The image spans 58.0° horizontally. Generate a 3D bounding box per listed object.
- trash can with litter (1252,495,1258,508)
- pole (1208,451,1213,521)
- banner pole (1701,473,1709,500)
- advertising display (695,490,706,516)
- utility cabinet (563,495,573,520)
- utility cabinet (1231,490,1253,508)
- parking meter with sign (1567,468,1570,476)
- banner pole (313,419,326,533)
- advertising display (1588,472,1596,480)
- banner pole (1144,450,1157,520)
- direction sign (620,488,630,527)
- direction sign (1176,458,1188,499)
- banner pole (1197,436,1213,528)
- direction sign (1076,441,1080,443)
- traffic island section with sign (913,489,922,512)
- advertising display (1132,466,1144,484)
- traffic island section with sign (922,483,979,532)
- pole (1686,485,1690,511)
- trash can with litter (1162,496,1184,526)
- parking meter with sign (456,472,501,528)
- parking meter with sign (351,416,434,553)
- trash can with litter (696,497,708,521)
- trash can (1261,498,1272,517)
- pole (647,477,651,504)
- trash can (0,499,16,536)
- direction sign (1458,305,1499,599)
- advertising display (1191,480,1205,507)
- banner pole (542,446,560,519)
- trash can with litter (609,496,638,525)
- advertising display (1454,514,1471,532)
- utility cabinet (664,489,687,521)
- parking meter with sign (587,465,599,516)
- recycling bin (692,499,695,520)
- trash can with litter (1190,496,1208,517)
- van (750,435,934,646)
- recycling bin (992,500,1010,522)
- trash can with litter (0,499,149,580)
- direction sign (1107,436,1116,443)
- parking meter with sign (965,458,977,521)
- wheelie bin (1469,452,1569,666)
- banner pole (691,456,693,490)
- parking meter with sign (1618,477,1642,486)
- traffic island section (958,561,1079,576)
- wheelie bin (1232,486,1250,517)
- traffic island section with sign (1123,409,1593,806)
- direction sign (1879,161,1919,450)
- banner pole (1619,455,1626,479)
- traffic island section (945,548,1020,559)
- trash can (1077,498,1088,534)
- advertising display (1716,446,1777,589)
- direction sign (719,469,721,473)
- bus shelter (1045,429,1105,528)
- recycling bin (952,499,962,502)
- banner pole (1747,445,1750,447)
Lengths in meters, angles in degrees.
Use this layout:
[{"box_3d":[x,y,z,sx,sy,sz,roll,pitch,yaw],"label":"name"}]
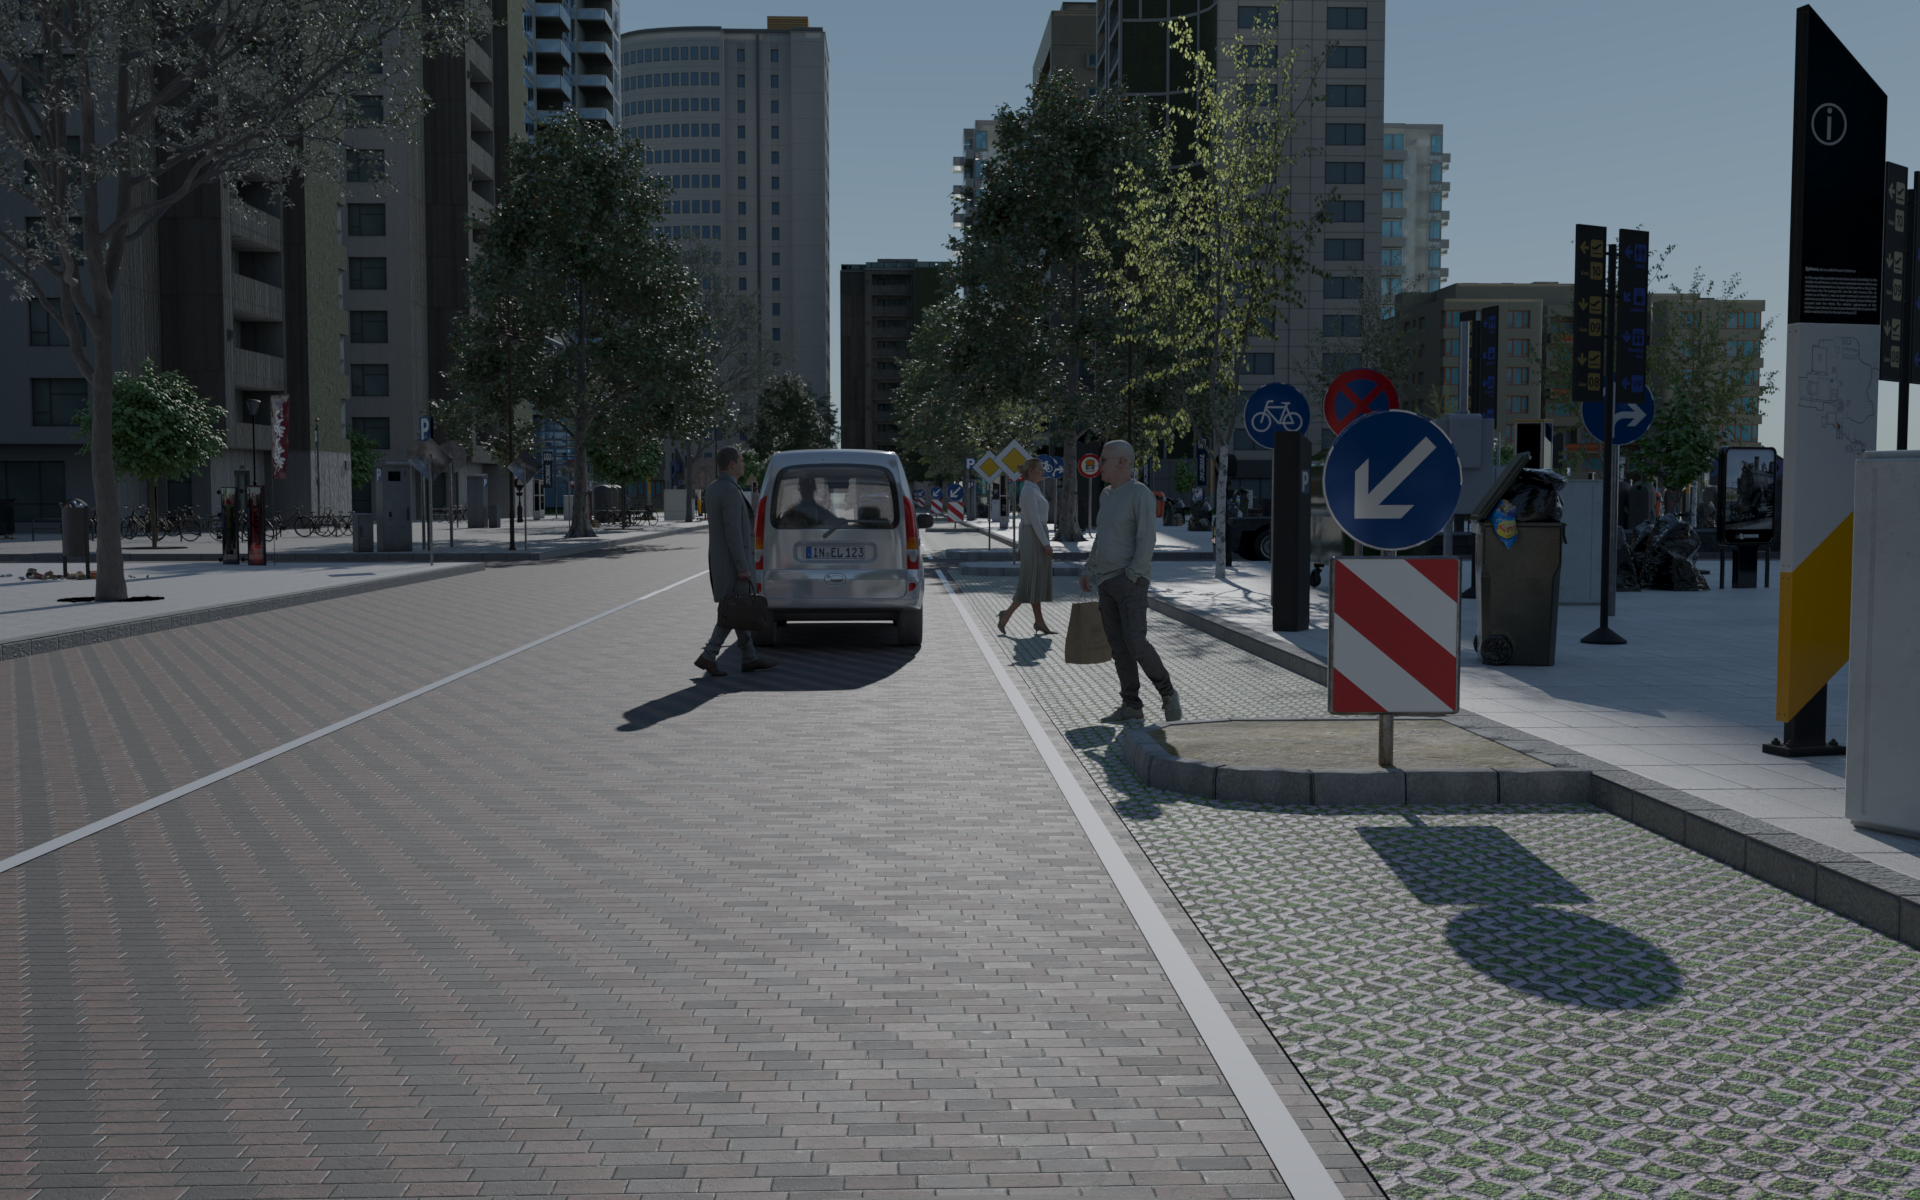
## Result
[{"box_3d":[16.367,-5.334,98.266,2.233,1.210,1.678,3,5,43],"label":"trash can with litter"},{"box_3d":[11.740,-5.336,81.094,0.158,3.312,0.155,0,3,0],"label":"pole"},{"box_3d":[32.980,-5.302,76.703,0.863,3.779,0.401,-3,4,-38],"label":"banner pole"},{"box_3d":[-15.089,-5.837,100.653,0.123,1.923,0.974,-3,5,-44],"label":"advertising display"},{"box_3d":[-18.862,-4.500,84.733,1.020,1.237,0.306,-1,4,-21],"label":"utility cabinet"},{"box_3d":[15.487,-5.296,95.270,1.173,1.500,0.318,1,4,15],"label":"utility cabinet"},{"box_3d":[39.391,-7.227,114.416,0.543,3.016,1.738,-2,4,-32],"label":"parking meter with sign"},{"box_3d":[-21.230,-4.110,57.223,0.401,3.779,0.863,-1,4,-14],"label":"banner pole"},{"box_3d":[18.713,-2.821,51.341,0.123,1.923,0.974,2,4,25],"label":"advertising display"},{"box_3d":[9.344,-5.860,85.836,0.863,3.779,0.401,1,4,22],"label":"banner pole"},{"box_3d":[-12.954,-4.577,66.835,0.379,3.537,0.876,-2,4,-26],"label":"direction sign"},{"box_3d":[13.911,-7.131,108.592,0.876,3.537,0.379,-1,4,-23],"label":"direction sign"},{"box_3d":[9.247,-4.606,65.320,0.401,3.779,0.863,-3,5,-41],"label":"banner pole"},{"box_3d":[4.612,-4.821,70.822,0.876,3.537,0.379,3,5,40],"label":"direction sign"},{"box_3d":[-1.378,-5.123,92.384,1.989,1.847,2.006,0,4,-2],"label":"traffic island section with sign"},{"box_3d":[3.953,-2.108,39.686,0.123,1.923,0.974,-1,4,-19],"label":"advertising display"},{"box_3d":[-0.307,-3.454,65.098,1.989,1.847,2.006,0,4,-2],"label":"traffic island section with sign"},{"box_3d":[35.426,-5.529,84.250,0.158,3.312,0.155,0,3,0],"label":"pole"},{"box_3d":[8.443,-3.537,69.212,1.055,1.170,0.624,-3,5,-42],"label":"trash can with litter"},{"box_3d":[-18.281,-4.240,65.589,1.738,3.016,0.543,1,4,10],"label":"parking meter with sign"},{"box_3d":[-12.627,-2.586,38.538,1.738,3.016,0.543,-3,5,-42],"label":"parking meter with sign"},{"box_3d":[-12.227,-4.462,84.007,1.678,1.210,2.233,0,4,-5],"label":"trash can with litter"},{"box_3d":[10.293,-2.775,57.031,0.748,1.137,0.748,0,3,0],"label":"trash can"},{"box_3d":[-19.393,-6.984,108.024,0.158,3.312,0.155,0,3,0],"label":"pole"},{"box_3d":[-29.682,-2.575,53.748,0.748,1.137,0.748,0,3,0],"label":"trash can"},{"box_3d":[6.347,-1.792,21.290,0.379,3.537,0.876,-1,4,-13],"label":"direction sign"},{"box_3d":[10.834,-4.501,78.805,0.123,1.923,0.974,-2,4,-24],"label":"advertising display"},{"box_3d":[-21.089,-6.075,89.348,0.863,3.779,0.401,-1,4,-18],"label":"banner pole"},{"box_3d":[-14.458,-3.821,73.536,1.678,1.210,2.233,1,4,16],"label":"trash can with litter"},{"box_3d":[15.951,-3.064,55.315,0.974,1.923,0.123,-2,4,-30],"label":"advertising display"},{"box_3d":[-13.374,-4.471,81.781,1.173,1.500,0.318,-2,4,-24],"label":"utility cabinet"},{"box_3d":[-21.685,-6.495,102.455,0.543,3.016,1.738,1,4,22],"label":"parking meter with sign"},{"box_3d":[-13.811,-4.571,87.282,0.722,1.027,0.722,-2,4,-29],"label":"recycling bin"},{"box_3d":[12.668,-4.870,91.005,1.055,1.170,0.624,-1,4,-12],"label":"trash can with litter"},{"box_3d":[-1.247,-0.654,17.701,2.013,2.044,4.112,0,4,-3],"label":"van"},{"box_3d":[1.868,-4.082,79.296,0.722,1.027,0.722,1,4,12],"label":"recycling bin"},{"box_3d":[-13.683,-0.942,26.452,2.233,1.210,1.678,2,4,25],"label":"trash can with litter"},{"box_3d":[5.185,-3.970,56.900,0.876,3.537,0.379,3,5,43],"label":"direction sign"},{"box_3d":[0.572,-5.395,84.474,0.543,3.016,1.738,0,4,4],"label":"parking meter with sign"},{"box_3d":[4.248,-0.322,13.165,0.693,1.594,0.980,1,4,12],"label":"wheelie bin"},{"box_3d":[-17.330,-7.537,113.243,0.863,3.779,0.401,-3,4,-36],"label":"banner pole"},{"box_3d":[33.858,-5.629,88.300,1.738,3.016,0.543,2,4,29],"label":"parking meter with sign"},{"box_3d":[1.003,-0.559,31.423,2.009,0.180,2.903,0,4,-2],"label":"traffic island section"},{"box_3d":[10.837,-3.605,66.850,0.693,1.594,0.980,0,4,6],"label":"wheelie bin"},{"box_3d":[1.886,-0.015,8.867,1.989,1.847,2.006,0,4,-2],"label":"traffic island section with sign"},{"box_3d":[6.622,-1.233,12.165,0.876,3.537,0.379,-3,5,-41],"label":"direction sign"},{"box_3d":[37.385,-6.613,98.146,0.401,3.779,0.863,-2,4,-28],"label":"banner pole"},{"box_3d":[0.691,-1.047,39.402,2.009,0.180,2.903,0,4,-2],"label":"traffic island section"},{"box_3d":[3.788,-2.737,56.398,0.748,1.137,0.748,0,3,0],"label":"trash can"},{"box_3d":[10.697,-1.122,23.565,0.974,1.923,0.123,-2,4,-25],"label":"advertising display"},{"box_3d":[-13.190,-6.339,95.634,0.379,3.537,0.876,-1,4,-18],"label":"direction sign"},{"box_3d":[4.361,-4.557,65.788,1.731,3.624,6.357,0,4,-2],"label":"bus shelter"},{"box_3d":[-0.041,-6.008,110.789,0.722,1.027,0.722,3,4,39],"label":"recycling bin"},{"box_3d":[40.616,-6.040,88.767,0.863,3.779,0.401,0,4,3],"label":"banner pole"}]
